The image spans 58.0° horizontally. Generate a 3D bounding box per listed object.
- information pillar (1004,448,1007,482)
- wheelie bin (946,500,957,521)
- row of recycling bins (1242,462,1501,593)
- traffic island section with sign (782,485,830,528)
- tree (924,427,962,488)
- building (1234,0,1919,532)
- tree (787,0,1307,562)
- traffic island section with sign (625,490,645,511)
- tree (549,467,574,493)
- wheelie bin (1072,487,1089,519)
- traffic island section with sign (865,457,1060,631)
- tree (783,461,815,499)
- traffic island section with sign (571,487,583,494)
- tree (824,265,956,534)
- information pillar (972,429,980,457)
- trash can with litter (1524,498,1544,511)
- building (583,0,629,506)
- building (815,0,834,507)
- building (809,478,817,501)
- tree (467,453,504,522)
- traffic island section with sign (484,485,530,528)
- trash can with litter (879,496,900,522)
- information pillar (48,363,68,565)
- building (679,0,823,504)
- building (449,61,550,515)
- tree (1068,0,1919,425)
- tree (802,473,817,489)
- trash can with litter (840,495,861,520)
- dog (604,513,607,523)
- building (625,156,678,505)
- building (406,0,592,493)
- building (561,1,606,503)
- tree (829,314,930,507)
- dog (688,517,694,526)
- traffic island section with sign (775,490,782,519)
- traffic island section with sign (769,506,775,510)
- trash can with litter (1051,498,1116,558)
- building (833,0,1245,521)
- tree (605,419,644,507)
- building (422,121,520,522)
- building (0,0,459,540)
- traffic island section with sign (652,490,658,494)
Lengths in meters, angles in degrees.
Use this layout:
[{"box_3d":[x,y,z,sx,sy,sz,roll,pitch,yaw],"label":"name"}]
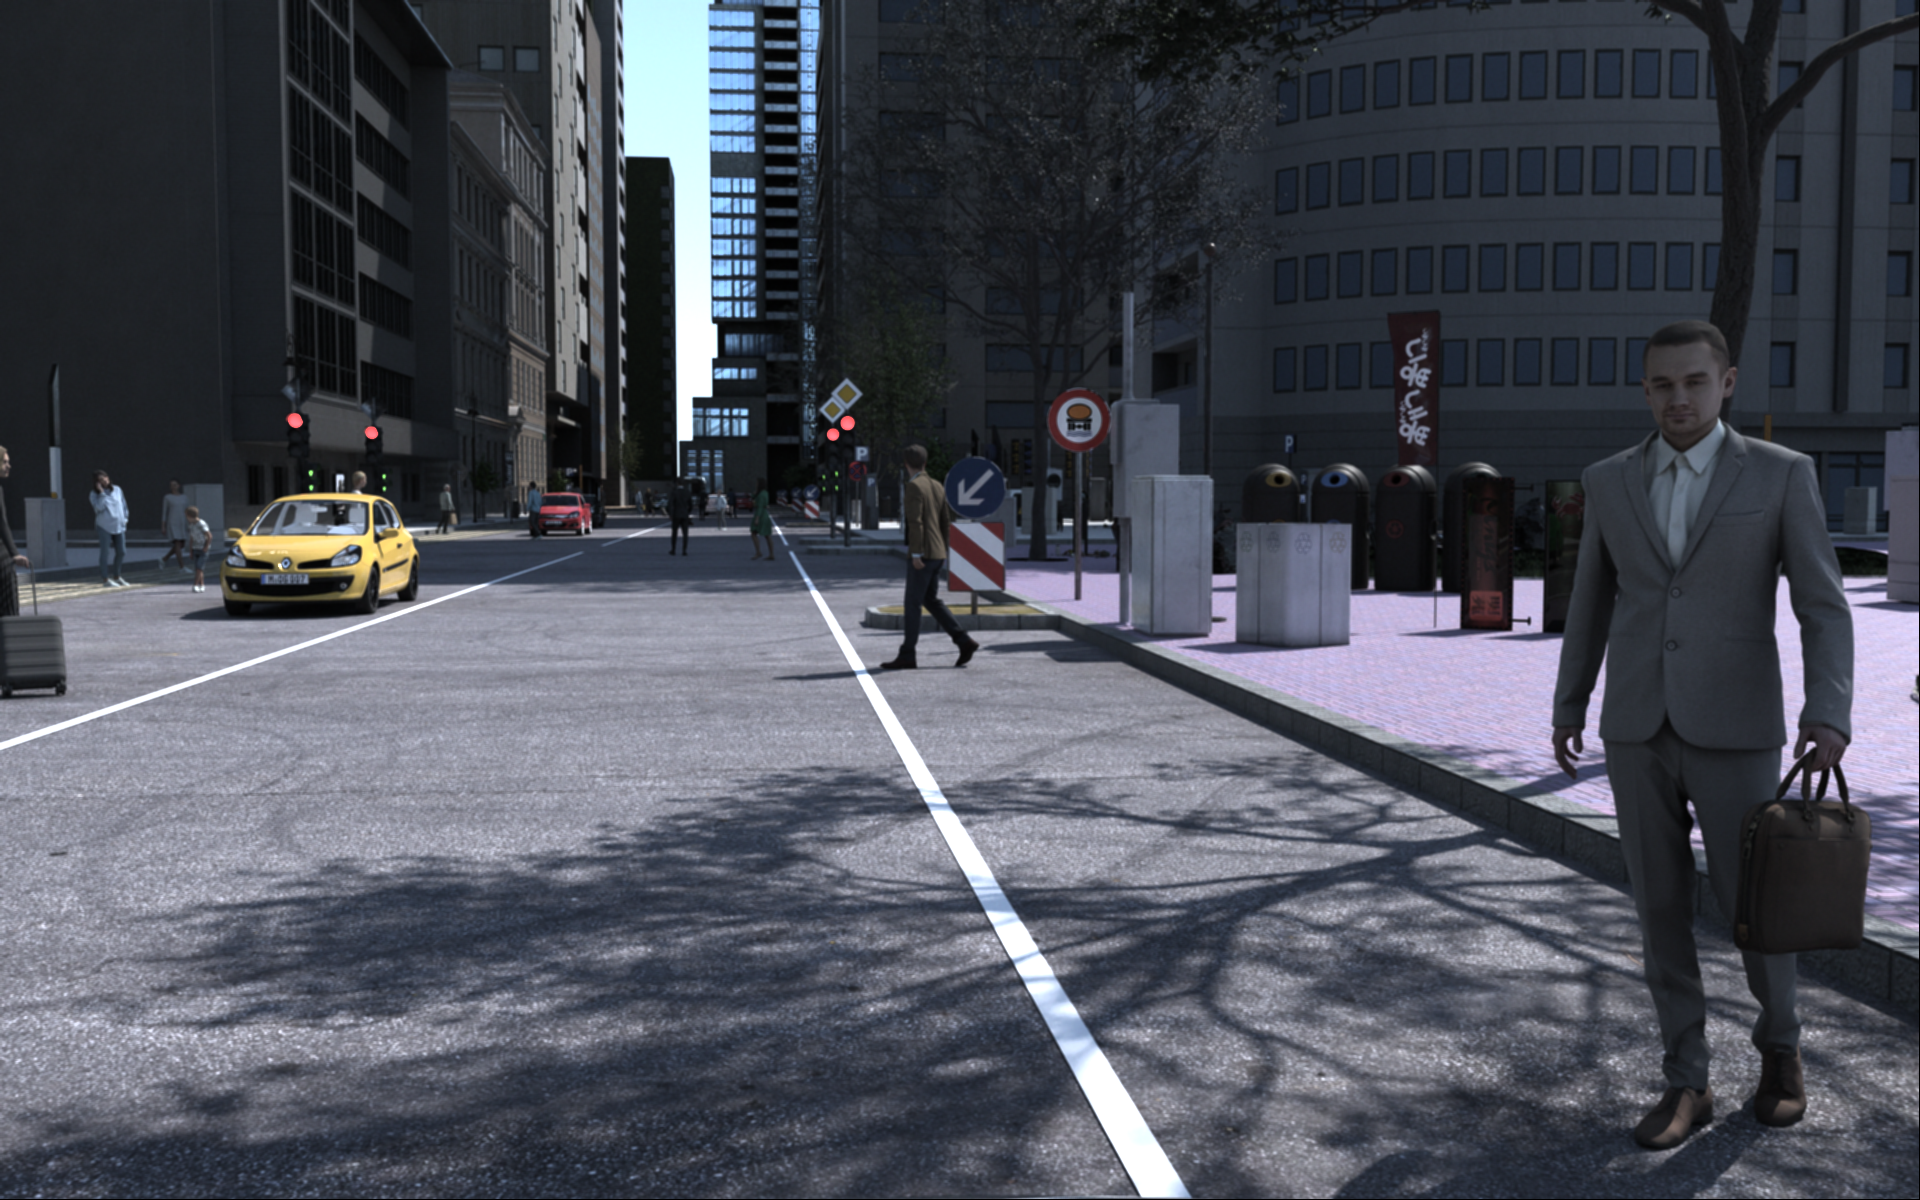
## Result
[{"box_3d":[2.340,-5.967,88.908,0.183,3.616,0.504,1,4,14],"label":"information pillar"},{"box_3d":[-0.497,-4.463,80.876,0.693,1.594,0.980,-2,4,-24],"label":"wheelie bin"},{"box_3d":[5.499,-0.988,23.262,3.534,1.692,1.069,2,4,25],"label":"row of recycling bins"},{"box_3d":[-6.491,-4.018,74.321,1.989,1.847,2.006,0,4,-7],"label":"traffic island section with sign"},{"box_3d":[-0.796,-3.387,49.986,1.663,3.219,1.824,0,3,0],"label":"tree"},{"box_3d":[21.779,-31.929,64.036,28.212,58.520,21.231,0,4,-7],"label":"building"},{"box_3d":[1.644,-7.490,32.825,12.009,13.543,11.850,0,3,0],"label":"tree"},{"box_3d":[-27.871,-8.617,149.516,1.989,1.847,2.006,0,4,-7],"label":"traffic island section with sign"},{"box_3d":[-28.204,-7.790,121.965,1.663,3.219,1.824,0,3,0],"label":"tree"},{"box_3d":[5.765,-4.579,82.769,0.693,1.594,0.980,-1,4,-19],"label":"wheelie bin"},{"box_3d":[-0.031,-0.641,19.105,1.989,1.847,2.006,0,4,-7],"label":"traffic island section with sign"},{"box_3d":[-16.081,-11.541,172.410,4.285,4.588,4.351,0,3,0],"label":"tree"},{"box_3d":[-22.046,-5.580,99.860,1.989,1.847,2.006,0,4,-7],"label":"traffic island section with sign"},{"box_3d":[-1.972,-6.393,54.885,4.737,8.622,4.395,0,3,0],"label":"tree"},{"box_3d":[0.553,-4.317,61.930,0.183,3.616,0.504,-2,4,-28],"label":"information pillar"},{"box_3d":[16.964,-2.490,52.096,1.055,1.170,0.624,0,4,-7],"label":"trash can with litter"},{"box_3d":[-50.076,-39.268,184.031,28.212,58.520,21.231,0,4,-7],"label":"building"},{"box_3d":[-2.688,-33.144,165.598,21.300,48.544,21.600,0,4,-7],"label":"building"},{"box_3d":[-0.188,-30.408,189.053,32.217,40.220,23.993,0,4,-7],"label":"building"},{"box_3d":[-21.984,-5.244,80.346,1.663,3.219,1.824,0,3,0],"label":"tree"},{"box_3d":[-18.874,-3.930,72.884,1.989,1.847,2.006,0,4,-7],"label":"traffic island section with sign"},{"box_3d":[-3.008,-4.176,79.339,2.233,1.210,1.678,-1,4,-12],"label":"trash can with litter"},{"box_3d":[-16.078,-2.412,30.798,0.183,3.616,0.504,-1,4,-16],"label":"information pillar"},{"box_3d":[-19.575,-55.375,218.053,31.000,86.520,22.319,0,4,-7],"label":"building"},{"box_3d":[-33.513,-19.732,108.530,13.634,28.700,20.117,0,4,-7],"label":"building"},{"box_3d":[3.876,-4.511,8.168,7.601,10.594,8.767,3,5,43],"label":"tree"},{"box_3d":[-13.851,-10.107,159.856,1.663,3.219,1.824,0,3,0],"label":"tree"},{"box_3d":[-5.374,-4.696,87.837,2.233,1.210,1.678,-3,5,-44],"label":"trash can with litter"},{"box_3d":[-17.492,-4.010,84.856,0.540,0.507,0.406,0,4,4],"label":"dog"},{"box_3d":[-41.975,-32.325,212.106,14.086,41.232,14.154,0,4,-7],"label":"building"},{"box_3d":[-43.612,-33.306,133.799,28.713,52.752,27.495,0,4,-7],"label":"building"},{"box_3d":[-39.647,-30.907,155.439,14.600,45.320,14.200,0,4,-7],"label":"building"},{"box_3d":[-3.362,-7.325,70.132,4.360,8.622,3.978,0,3,0],"label":"tree"},{"box_3d":[-12.341,-3.581,78.742,0.550,0.427,0.748,1,4,20],"label":"dog"},{"box_3d":[-9.642,-5.655,101.092,1.989,1.847,2.006,0,4,-7],"label":"traffic island section with sign"},{"box_3d":[-15.509,-8.721,151.208,1.989,1.847,2.006,0,4,-7],"label":"traffic island section with sign"},{"box_3d":[2.566,-1.500,35.588,1.678,1.210,2.233,-2,4,-25],"label":"trash can with litter"},{"box_3d":[2.832,-34.412,104.632,21.231,58.520,28.212,0,4,-7],"label":"building"},{"box_3d":[-32.752,-13.402,169.489,4.737,8.622,4.395,0,3,0],"label":"tree"},{"box_3d":[-29.703,-15.429,88.426,11.583,22.565,21.152,0,4,-7],"label":"building"},{"box_3d":[-27.858,-14.865,62.111,14.314,24.678,30.058,0,4,-7],"label":"building"},{"box_3d":[-31.006,-10.255,176.289,1.989,1.847,2.006,0,4,-7],"label":"traffic island section with sign"}]
